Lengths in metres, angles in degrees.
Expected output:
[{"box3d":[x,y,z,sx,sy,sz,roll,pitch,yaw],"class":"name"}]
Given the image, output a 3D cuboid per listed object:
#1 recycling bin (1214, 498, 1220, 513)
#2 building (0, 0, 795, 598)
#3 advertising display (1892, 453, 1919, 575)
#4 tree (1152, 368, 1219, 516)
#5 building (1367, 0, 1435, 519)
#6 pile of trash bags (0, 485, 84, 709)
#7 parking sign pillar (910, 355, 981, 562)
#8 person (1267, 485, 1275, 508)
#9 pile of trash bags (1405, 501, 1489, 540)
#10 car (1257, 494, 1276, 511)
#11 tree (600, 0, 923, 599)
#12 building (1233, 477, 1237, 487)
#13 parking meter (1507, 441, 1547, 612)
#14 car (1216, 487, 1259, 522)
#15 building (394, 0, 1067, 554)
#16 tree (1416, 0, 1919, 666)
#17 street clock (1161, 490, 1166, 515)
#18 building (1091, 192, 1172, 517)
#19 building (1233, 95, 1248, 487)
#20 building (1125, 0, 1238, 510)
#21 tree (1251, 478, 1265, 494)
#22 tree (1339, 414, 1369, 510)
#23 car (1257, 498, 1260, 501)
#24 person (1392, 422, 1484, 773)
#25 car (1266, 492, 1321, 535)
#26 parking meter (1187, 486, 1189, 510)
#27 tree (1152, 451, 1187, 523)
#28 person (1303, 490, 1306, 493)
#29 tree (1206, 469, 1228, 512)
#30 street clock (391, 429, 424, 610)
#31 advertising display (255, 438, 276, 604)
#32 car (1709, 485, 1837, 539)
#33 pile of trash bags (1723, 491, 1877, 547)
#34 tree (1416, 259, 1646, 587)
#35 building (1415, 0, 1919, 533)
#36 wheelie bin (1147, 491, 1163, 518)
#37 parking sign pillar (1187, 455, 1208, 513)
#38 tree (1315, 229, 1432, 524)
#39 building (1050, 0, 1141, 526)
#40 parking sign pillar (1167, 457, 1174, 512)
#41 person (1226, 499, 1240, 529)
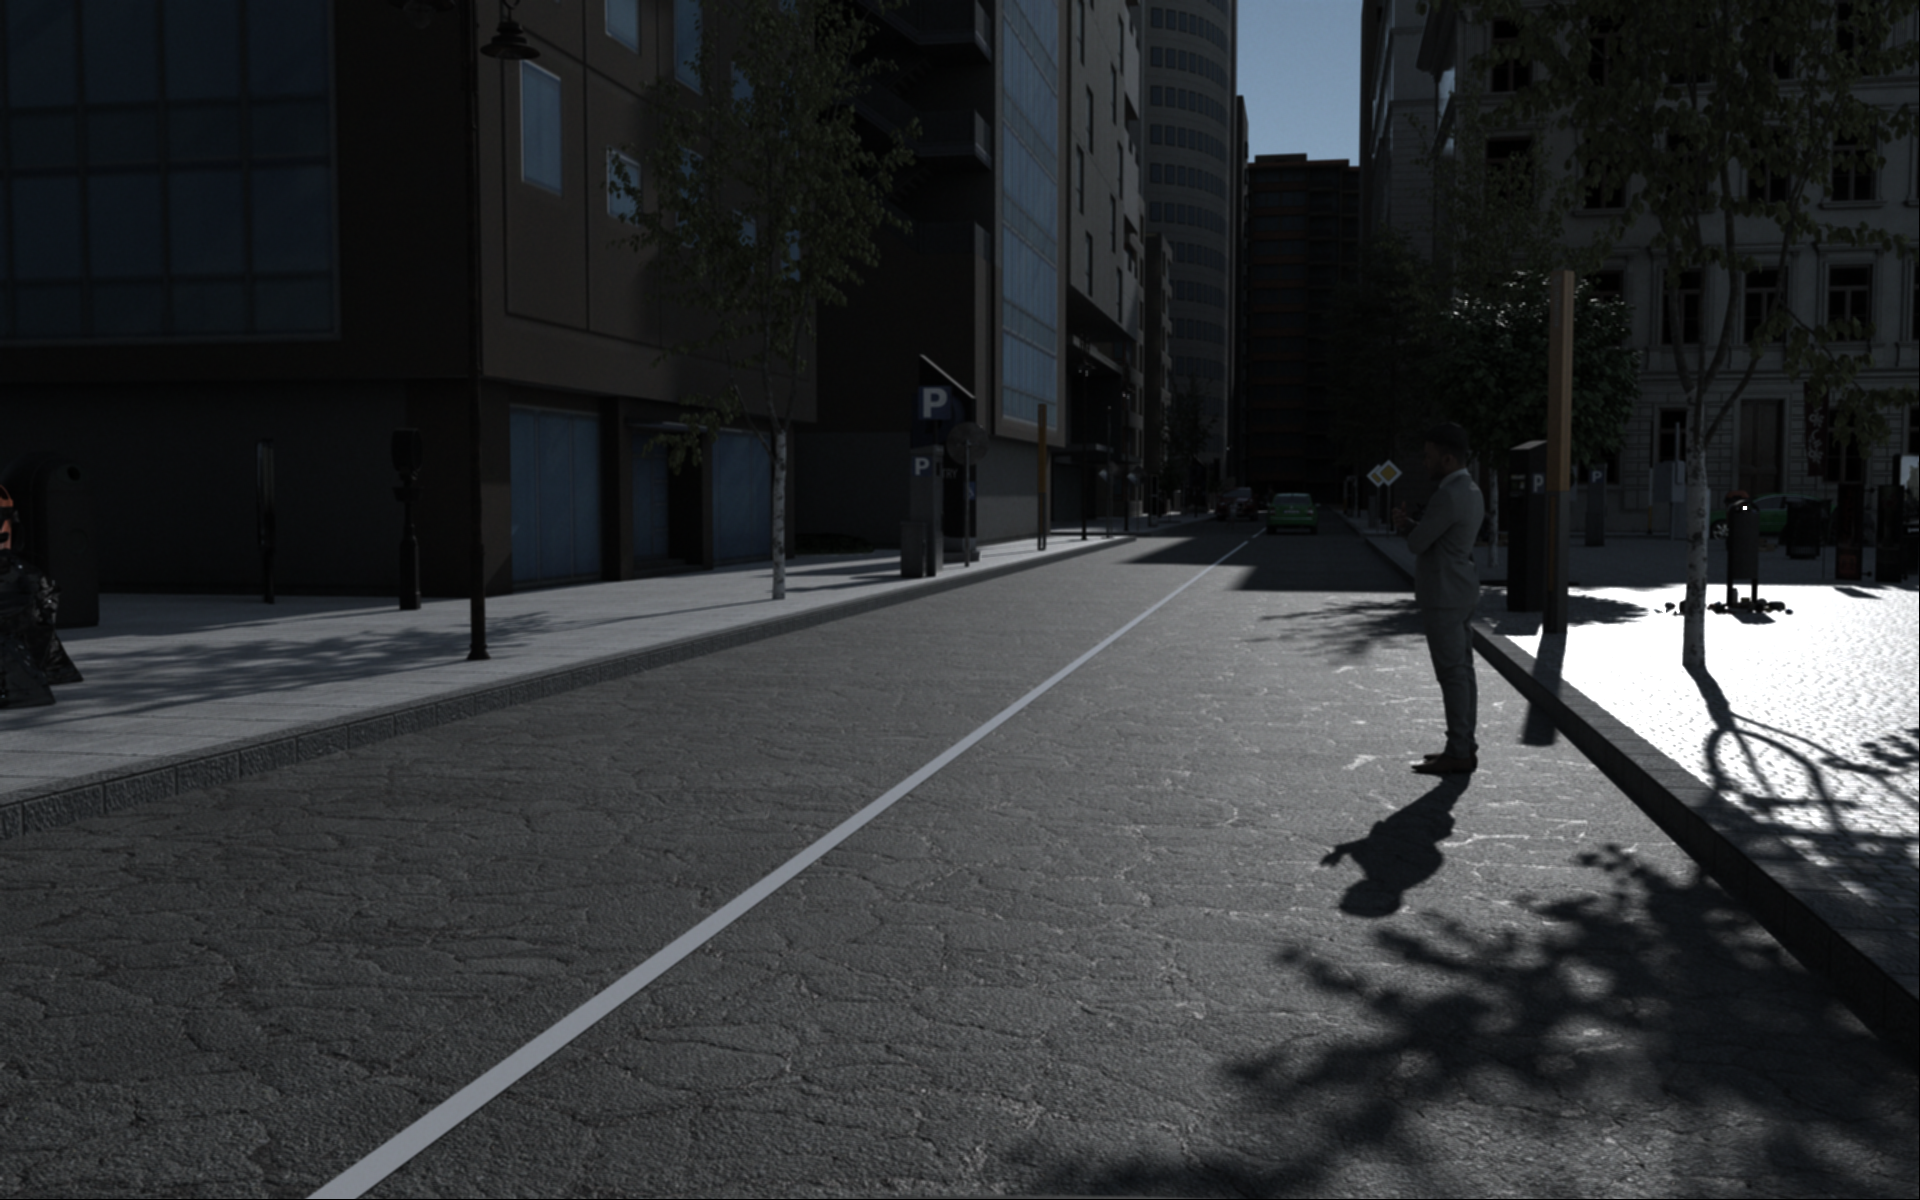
[{"box3d":[17.722,-6.428,117.653,0.722,1.027,0.722,2,4,28],"class":"recycling bin"},{"box3d":[-11.039,-23.099,27.784,14.600,45.320,14.200,1,4,11],"class":"building"},{"box3d":[15.106,-1.363,27.502,0.974,1.923,0.123,-2,4,-33],"class":"advertising display"},{"box3d":[13.208,-9.280,102.096,4.737,8.622,4.395,0,3,0],"class":"tree"},{"box3d":[28.601,-19.436,95.275,11.434,29.767,29.804,1,4,11],"class":"building"},{"box3d":[-6.823,-0.104,11.459,1.912,1.369,3.447,-1,4,-18],"class":"pile of trash bags"},{"box3d":[-0.323,-2.731,33.123,1.447,3.967,1.447,3,4,38],"class":"parking sign pillar"},{"box3d":[13.696,-4.141,76.122,0.836,1.842,0.656,-3,5,-39],"class":"person"},{"box3d":[14.127,-2.313,47.566,3.447,1.369,1.912,-1,4,-9],"class":"pile of trash bags"},{"box3d":[27.029,-8.662,151.413,2.009,1.686,4.222,1,4,13],"class":"car"},{"box3d":[-2.291,-4.330,21.153,4.737,8.622,4.395,0,3,0],"class":"tree"},{"box3d":[11.714,-29.599,175.818,32.217,40.220,23.993,1,4,11],"class":"building"},{"box3d":[6.184,-0.806,18.892,0.399,1.863,0.255,-2,4,-35],"class":"parking meter"},{"box3d":[14.811,-5.114,92.294,2.281,1.827,5.304,1,4,12],"class":"car"},{"box3d":[-5.100,-24.253,46.645,14.200,45.320,14.600,1,4,11],"class":"building"},{"box3d":[5.393,-3.802,12.527,4.737,8.622,4.395,0,3,0],"class":"tree"},{"box3d":[12.568,-6.277,107.197,0.358,2.002,0.471,-1,4,-19],"class":"street clock"},{"box3d":[-1.382,-16.320,111.867,27.650,21.520,28.899,1,4,11],"class":"building"},{"box3d":[21.674,-35.116,197.855,21.600,48.544,21.300,1,4,11],"class":"building"},{"box3d":[12.404,-37.089,148.407,21.231,58.520,28.212,1,4,11],"class":"building"},{"box3d":[34.181,-12.499,198.967,1.663,3.219,1.824,0,3,0],"class":"tree"},{"box3d":[31.198,-11.315,135.359,4.360,8.622,3.978,0,3,0],"class":"tree"},{"box3d":[29.318,-9.331,164.358,2.131,1.459,4.920,1,4,12],"class":"car"},{"box3d":[2.493,-0.023,9.059,0.466,1.800,0.511,1,4,16],"class":"person"},{"box3d":[12.035,-3.290,62.584,1.959,1.807,4.718,1,4,12],"class":"car"},{"box3d":[16.572,-7.411,126.888,0.255,1.863,0.399,2,4,28],"class":"parking meter"},{"box3d":[9.321,-5.105,78.063,1.663,3.219,1.824,0,3,0],"class":"tree"},{"box3d":[29.855,-8.658,150.190,0.705,1.807,1.348,1,4,13],"class":"person"},{"box3d":[17.785,-7.807,122.245,1.663,3.219,1.824,0,3,0],"class":"tree"},{"box3d":[-6.114,-0.895,19.203,0.358,2.002,0.471,0,4,-3],"class":"street clock"},{"box3d":[-8.220,-0.936,20.513,0.123,1.923,0.974,-2,4,-27],"class":"advertising display"},{"box3d":[23.842,-2.588,51.106,4.718,1.807,1.959,1,4,13],"class":"car"},{"box3d":[20.818,-2.033,42.999,3.447,1.369,1.912,1,4,22],"class":"pile of trash bags"},{"box3d":[8.096,-2.495,24.506,4.285,4.588,4.351,0,3,0],"class":"tree"},{"box3d":[27.126,-13.743,60.855,21.152,22.565,11.583,1,4,11],"class":"building"},{"box3d":[10.453,-5.206,93.019,0.693,1.594,0.980,2,4,25],"class":"wheelie bin"},{"box3d":[15.886,-7.796,115.941,1.447,3.967,1.447,-2,4,-34],"class":"parking sign pillar"},{"box3d":[18.796,-9.584,74.828,7.486,12.596,7.792,0,3,0],"class":"tree"},{"box3d":[-6.655,-29.717,75.115,28.713,52.752,27.495,1,4,11],"class":"building"},{"box3d":[14.930,-8.407,125.922,1.447,3.967,1.447,-1,4,-20],"class":"parking sign pillar"},{"box3d":[11.165,-3.503,70.794,0.505,1.210,0.382,-1,4,-16],"class":"person"}]
